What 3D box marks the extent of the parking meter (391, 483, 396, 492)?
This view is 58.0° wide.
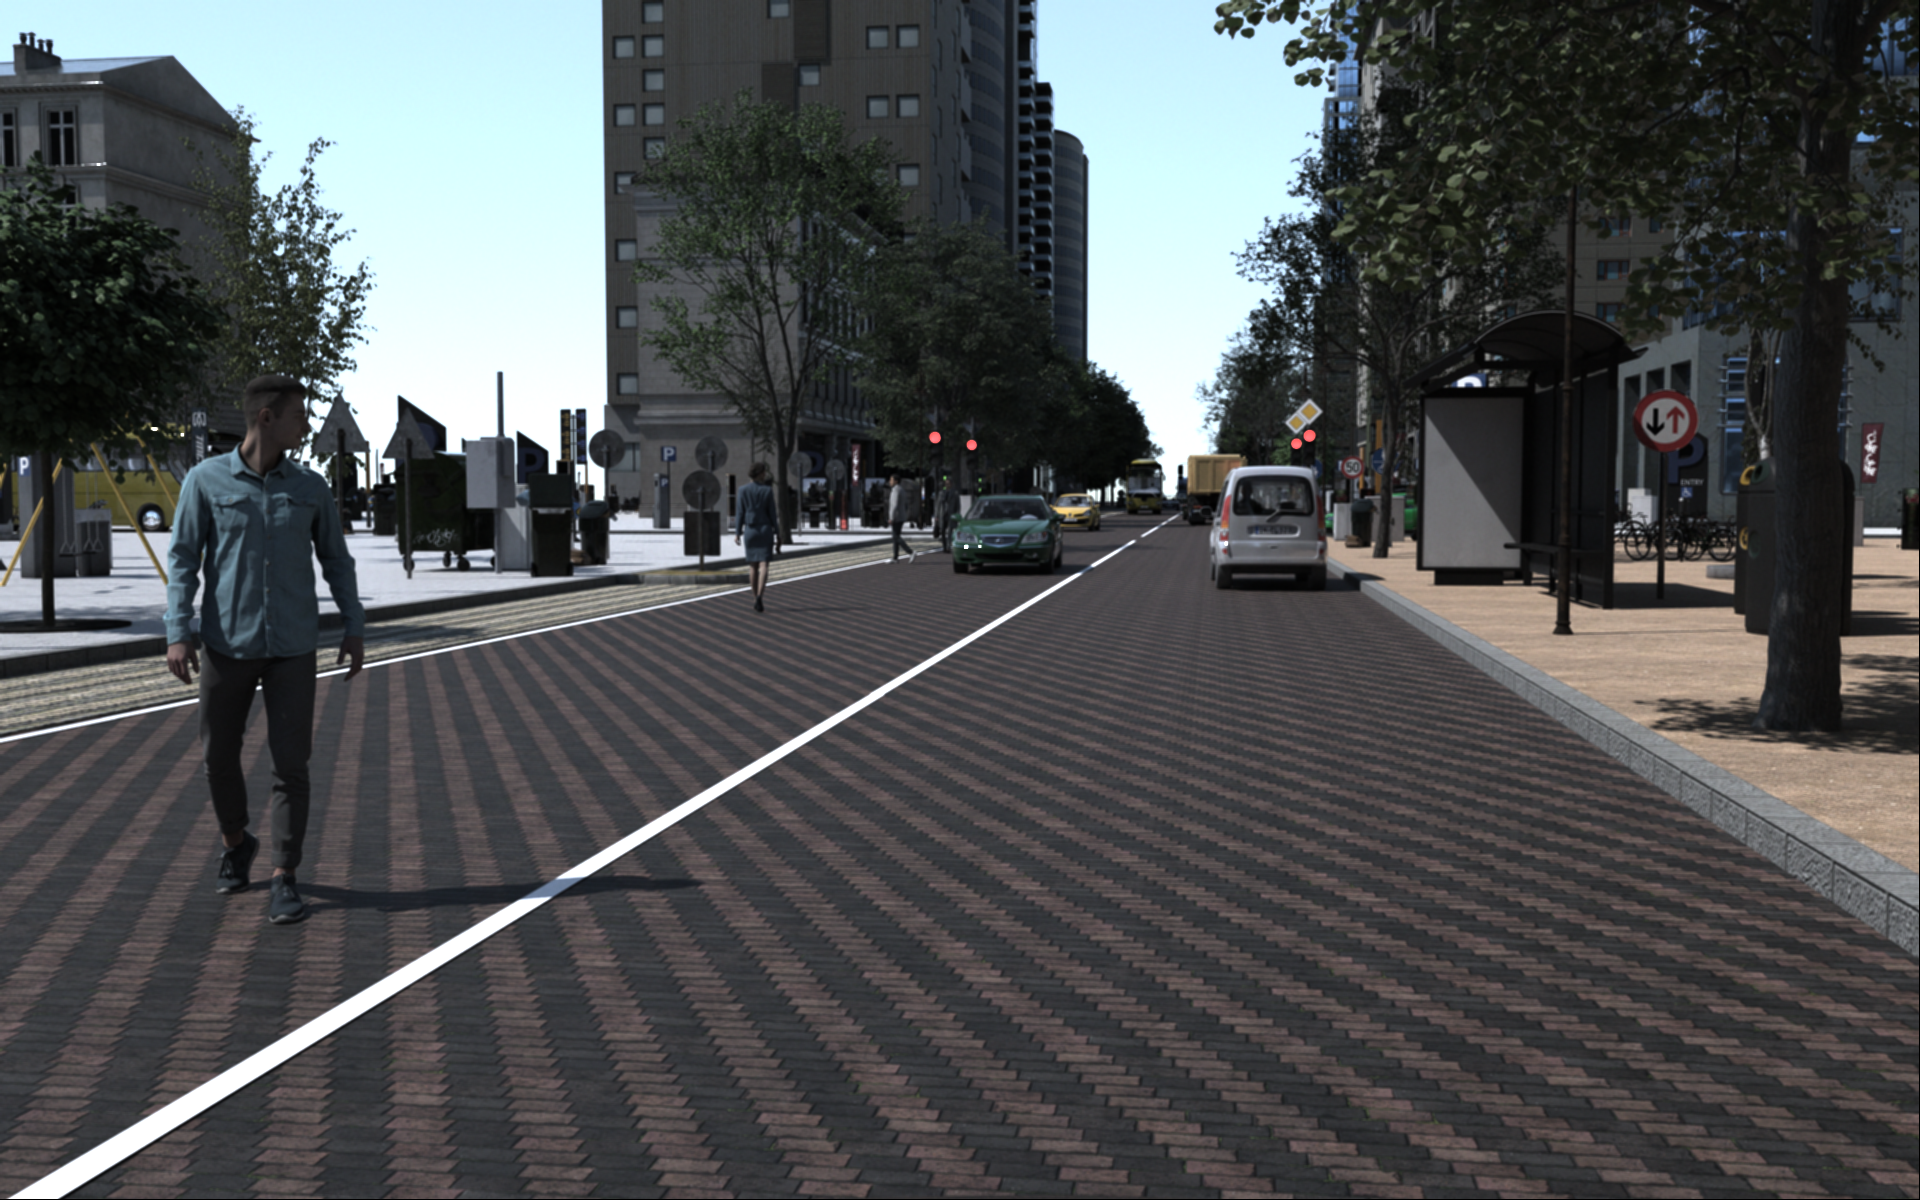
[{"bbox_3d":[-29.472,-5.150,89.906,0.255,1.863,0.399,1,4,9],"label":"parking meter"}]

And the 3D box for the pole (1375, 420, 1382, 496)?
[{"bbox_3d":[11.527,-3.295,47.715,0.158,3.312,0.155,0,3,0],"label":"pole"}]

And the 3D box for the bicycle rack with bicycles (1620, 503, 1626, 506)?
[{"bbox_3d":[22.083,-3.032,62.956,2.925,0.926,2.852,0,4,-4],"label":"bicycle rack with bicycles"}]

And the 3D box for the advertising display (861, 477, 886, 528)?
[{"bbox_3d":[-3.232,-3.695,65.621,0.974,1.923,0.123,-2,4,-33],"label":"advertising display"}]

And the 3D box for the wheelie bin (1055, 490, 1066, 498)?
[{"bbox_3d":[6.970,-6.833,119.626,0.693,1.594,0.980,-1,4,-17],"label":"wheelie bin"}]

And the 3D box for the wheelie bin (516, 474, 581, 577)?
[{"bbox_3d":[-6.421,-1.168,27.008,0.980,1.594,0.693,-1,4,-18],"label":"wheelie bin"}]

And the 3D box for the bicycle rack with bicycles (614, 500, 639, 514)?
[{"bbox_3d":[-22.036,-6.074,112.688,2.925,0.926,2.852,0,4,-2],"label":"bicycle rack with bicycles"}]

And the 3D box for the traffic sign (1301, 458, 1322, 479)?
[{"bbox_3d":[12.402,-3.727,61.038,0.768,2.556,0.104,1,4,9],"label":"traffic sign"}]

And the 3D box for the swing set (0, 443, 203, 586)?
[{"bbox_3d":[-11.670,-1.547,22.917,2.862,2.851,3.119,-1,4,-13],"label":"swing set"}]

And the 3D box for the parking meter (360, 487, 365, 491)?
[{"bbox_3d":[-47.398,-8.058,137.457,0.399,1.863,0.255,3,4,38],"label":"parking meter"}]

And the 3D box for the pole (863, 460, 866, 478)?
[{"bbox_3d":[-5.649,-6.641,102.417,0.158,3.312,0.155,0,3,0],"label":"pole"}]

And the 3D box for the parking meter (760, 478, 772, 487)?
[{"bbox_3d":[-7.132,-3.546,63.695,0.255,1.863,0.399,3,5,44],"label":"parking meter"}]

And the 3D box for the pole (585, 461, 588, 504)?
[{"bbox_3d":[-22.703,-6.817,105.293,0.158,3.312,0.155,0,3,0],"label":"pole"}]

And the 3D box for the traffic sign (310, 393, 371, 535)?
[{"bbox_3d":[-7.962,-1.360,22.246,0.884,2.594,0.081,1,4,16],"label":"traffic sign"}]

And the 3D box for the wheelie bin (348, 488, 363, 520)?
[{"bbox_3d":[-29.734,-4.716,85.017,0.980,1.594,0.693,3,5,42],"label":"wheelie bin"}]

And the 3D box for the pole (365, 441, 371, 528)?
[{"bbox_3d":[-22.630,-4.427,66.222,0.158,3.312,0.155,0,3,0],"label":"pole"}]

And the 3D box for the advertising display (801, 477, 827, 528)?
[{"bbox_3d":[-5.505,-3.689,65.522,0.974,1.923,0.123,0,4,-6],"label":"advertising display"}]

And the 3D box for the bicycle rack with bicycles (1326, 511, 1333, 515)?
[{"bbox_3d":[15.498,-3.259,66.673,2.852,0.926,2.925,3,4,37],"label":"bicycle rack with bicycles"}]

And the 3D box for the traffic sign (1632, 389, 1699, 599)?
[{"bbox_3d":[8.578,-1.286,21.137,0.768,2.556,0.104,1,4,12],"label":"traffic sign"}]

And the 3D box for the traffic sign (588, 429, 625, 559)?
[{"bbox_3d":[-6.965,-2.081,34.126,0.768,2.556,0.104,1,4,11],"label":"traffic sign"}]

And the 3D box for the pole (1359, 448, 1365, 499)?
[{"bbox_3d":[17.640,-5.027,76.029,0.158,3.312,0.155,0,3,0],"label":"pole"}]

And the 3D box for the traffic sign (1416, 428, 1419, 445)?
[{"bbox_3d":[7.577,-1.665,27.321,0.768,2.556,0.104,1,4,11],"label":"traffic sign"}]

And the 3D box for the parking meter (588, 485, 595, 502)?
[{"bbox_3d":[-22.946,-6.244,107.799,0.255,1.863,0.399,1,4,19],"label":"parking meter"}]

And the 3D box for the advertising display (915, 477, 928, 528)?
[{"bbox_3d":[-1.493,-3.763,66.731,0.123,1.923,0.974,-2,4,-24],"label":"advertising display"}]

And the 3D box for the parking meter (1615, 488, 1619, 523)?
[{"bbox_3d":[28.870,-4.158,76.391,0.372,1.533,0.369,0,3,0],"label":"parking meter"}]

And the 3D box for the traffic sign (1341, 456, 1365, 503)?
[{"bbox_3d":[13.009,-3.506,57.430,0.768,2.556,0.104,1,4,14],"label":"traffic sign"}]

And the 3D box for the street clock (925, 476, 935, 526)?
[{"bbox_3d":[-1.235,-3.925,68.737,0.358,2.002,0.471,3,4,36],"label":"street clock"}]

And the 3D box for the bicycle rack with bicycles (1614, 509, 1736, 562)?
[{"bbox_3d":[14.052,-1.243,33.711,2.852,0.926,2.925,-1,4,-23],"label":"bicycle rack with bicycles"}]

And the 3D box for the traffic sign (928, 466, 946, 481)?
[{"bbox_3d":[-0.976,-4.301,70.323,0.884,2.594,0.081,1,4,16],"label":"traffic sign"}]

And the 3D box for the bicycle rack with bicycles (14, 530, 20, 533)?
[{"bbox_3d":[-29.518,-2.406,52.723,2.925,0.926,2.852,0,4,-4],"label":"bicycle rack with bicycles"}]

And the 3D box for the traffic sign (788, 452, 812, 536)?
[{"bbox_3d":[-4.862,-3.207,52.539,0.768,2.556,0.104,1,4,16],"label":"traffic sign"}]

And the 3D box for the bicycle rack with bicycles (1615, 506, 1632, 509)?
[{"bbox_3d":[17.413,-1.728,41.635,2.925,0.926,2.852,2,4,29],"label":"bicycle rack with bicycles"}]

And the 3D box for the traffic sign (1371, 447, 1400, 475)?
[{"bbox_3d":[11.473,-2.851,46.716,0.768,2.556,0.104,1,4,17],"label":"traffic sign"}]

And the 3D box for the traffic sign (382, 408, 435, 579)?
[{"bbox_3d":[-8.334,-1.599,26.149,0.884,2.594,0.081,1,4,13],"label":"traffic sign"}]

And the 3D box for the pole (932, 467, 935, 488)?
[{"bbox_3d":[-1.958,-8.285,129.300,0.158,3.312,0.155,0,3,0],"label":"pole"}]

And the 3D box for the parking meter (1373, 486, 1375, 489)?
[{"bbox_3d":[28.730,-6.990,119.996,0.255,1.863,0.399,1,4,12],"label":"parking meter"}]

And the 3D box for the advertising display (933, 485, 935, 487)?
[{"bbox_3d":[-1.628,-7.341,125.237,0.123,1.923,0.974,2,4,34],"label":"advertising display"}]

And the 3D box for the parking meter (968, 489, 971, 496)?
[{"bbox_3d":[0.633,-6.246,107.828,0.255,1.863,0.399,0,4,3],"label":"parking meter"}]

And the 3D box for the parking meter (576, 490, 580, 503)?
[{"bbox_3d":[-22.995,-5.836,103.832,0.372,1.533,0.369,0,3,0],"label":"parking meter"}]

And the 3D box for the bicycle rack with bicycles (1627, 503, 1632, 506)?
[{"bbox_3d":[25.985,-3.356,68.258,2.925,0.926,2.852,-1,4,-10],"label":"bicycle rack with bicycles"}]

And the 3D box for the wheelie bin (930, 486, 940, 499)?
[{"bbox_3d":[-0.745,-3.863,71.060,0.980,1.594,0.693,0,4,-7],"label":"wheelie bin"}]

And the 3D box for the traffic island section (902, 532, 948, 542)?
[{"bbox_3d":[-0.728,-1.850,52.523,2.009,0.180,2.903,1,4,8],"label":"traffic island section"}]

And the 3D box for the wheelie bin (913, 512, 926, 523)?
[{"bbox_3d":[-1.771,-4.193,76.457,0.693,1.594,0.980,2,4,32],"label":"wheelie bin"}]

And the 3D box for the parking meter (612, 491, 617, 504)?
[{"bbox_3d":[-26.276,-7.538,131.652,0.372,1.533,0.369,0,3,0],"label":"parking meter"}]

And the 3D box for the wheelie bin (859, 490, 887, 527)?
[{"bbox_3d":[-3.361,-3.733,68.937,0.980,1.594,0.693,-3,5,-40],"label":"wheelie bin"}]

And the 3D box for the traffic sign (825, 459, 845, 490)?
[{"bbox_3d":[-4.575,-3.867,63.325,0.768,2.556,0.104,1,4,14],"label":"traffic sign"}]

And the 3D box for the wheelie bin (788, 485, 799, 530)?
[{"bbox_3d":[-6.145,-3.354,62.752,0.693,1.594,0.980,0,4,1],"label":"wheelie bin"}]

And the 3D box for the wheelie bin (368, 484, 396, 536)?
[{"bbox_3d":[-17.736,-2.789,53.503,0.980,1.594,0.693,-2,4,-30],"label":"wheelie bin"}]

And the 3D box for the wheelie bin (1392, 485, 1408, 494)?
[{"bbox_3d":[14.932,-3.091,58.451,0.980,1.594,0.693,1,4,20],"label":"wheelie bin"}]

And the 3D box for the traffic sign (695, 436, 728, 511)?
[{"bbox_3d":[-5.484,-2.328,38.176,0.768,2.556,0.104,1,4,14],"label":"traffic sign"}]

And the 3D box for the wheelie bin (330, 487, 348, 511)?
[{"bbox_3d":[-28.719,-4.365,79.269,0.980,1.594,0.693,-1,4,-11],"label":"wheelie bin"}]
